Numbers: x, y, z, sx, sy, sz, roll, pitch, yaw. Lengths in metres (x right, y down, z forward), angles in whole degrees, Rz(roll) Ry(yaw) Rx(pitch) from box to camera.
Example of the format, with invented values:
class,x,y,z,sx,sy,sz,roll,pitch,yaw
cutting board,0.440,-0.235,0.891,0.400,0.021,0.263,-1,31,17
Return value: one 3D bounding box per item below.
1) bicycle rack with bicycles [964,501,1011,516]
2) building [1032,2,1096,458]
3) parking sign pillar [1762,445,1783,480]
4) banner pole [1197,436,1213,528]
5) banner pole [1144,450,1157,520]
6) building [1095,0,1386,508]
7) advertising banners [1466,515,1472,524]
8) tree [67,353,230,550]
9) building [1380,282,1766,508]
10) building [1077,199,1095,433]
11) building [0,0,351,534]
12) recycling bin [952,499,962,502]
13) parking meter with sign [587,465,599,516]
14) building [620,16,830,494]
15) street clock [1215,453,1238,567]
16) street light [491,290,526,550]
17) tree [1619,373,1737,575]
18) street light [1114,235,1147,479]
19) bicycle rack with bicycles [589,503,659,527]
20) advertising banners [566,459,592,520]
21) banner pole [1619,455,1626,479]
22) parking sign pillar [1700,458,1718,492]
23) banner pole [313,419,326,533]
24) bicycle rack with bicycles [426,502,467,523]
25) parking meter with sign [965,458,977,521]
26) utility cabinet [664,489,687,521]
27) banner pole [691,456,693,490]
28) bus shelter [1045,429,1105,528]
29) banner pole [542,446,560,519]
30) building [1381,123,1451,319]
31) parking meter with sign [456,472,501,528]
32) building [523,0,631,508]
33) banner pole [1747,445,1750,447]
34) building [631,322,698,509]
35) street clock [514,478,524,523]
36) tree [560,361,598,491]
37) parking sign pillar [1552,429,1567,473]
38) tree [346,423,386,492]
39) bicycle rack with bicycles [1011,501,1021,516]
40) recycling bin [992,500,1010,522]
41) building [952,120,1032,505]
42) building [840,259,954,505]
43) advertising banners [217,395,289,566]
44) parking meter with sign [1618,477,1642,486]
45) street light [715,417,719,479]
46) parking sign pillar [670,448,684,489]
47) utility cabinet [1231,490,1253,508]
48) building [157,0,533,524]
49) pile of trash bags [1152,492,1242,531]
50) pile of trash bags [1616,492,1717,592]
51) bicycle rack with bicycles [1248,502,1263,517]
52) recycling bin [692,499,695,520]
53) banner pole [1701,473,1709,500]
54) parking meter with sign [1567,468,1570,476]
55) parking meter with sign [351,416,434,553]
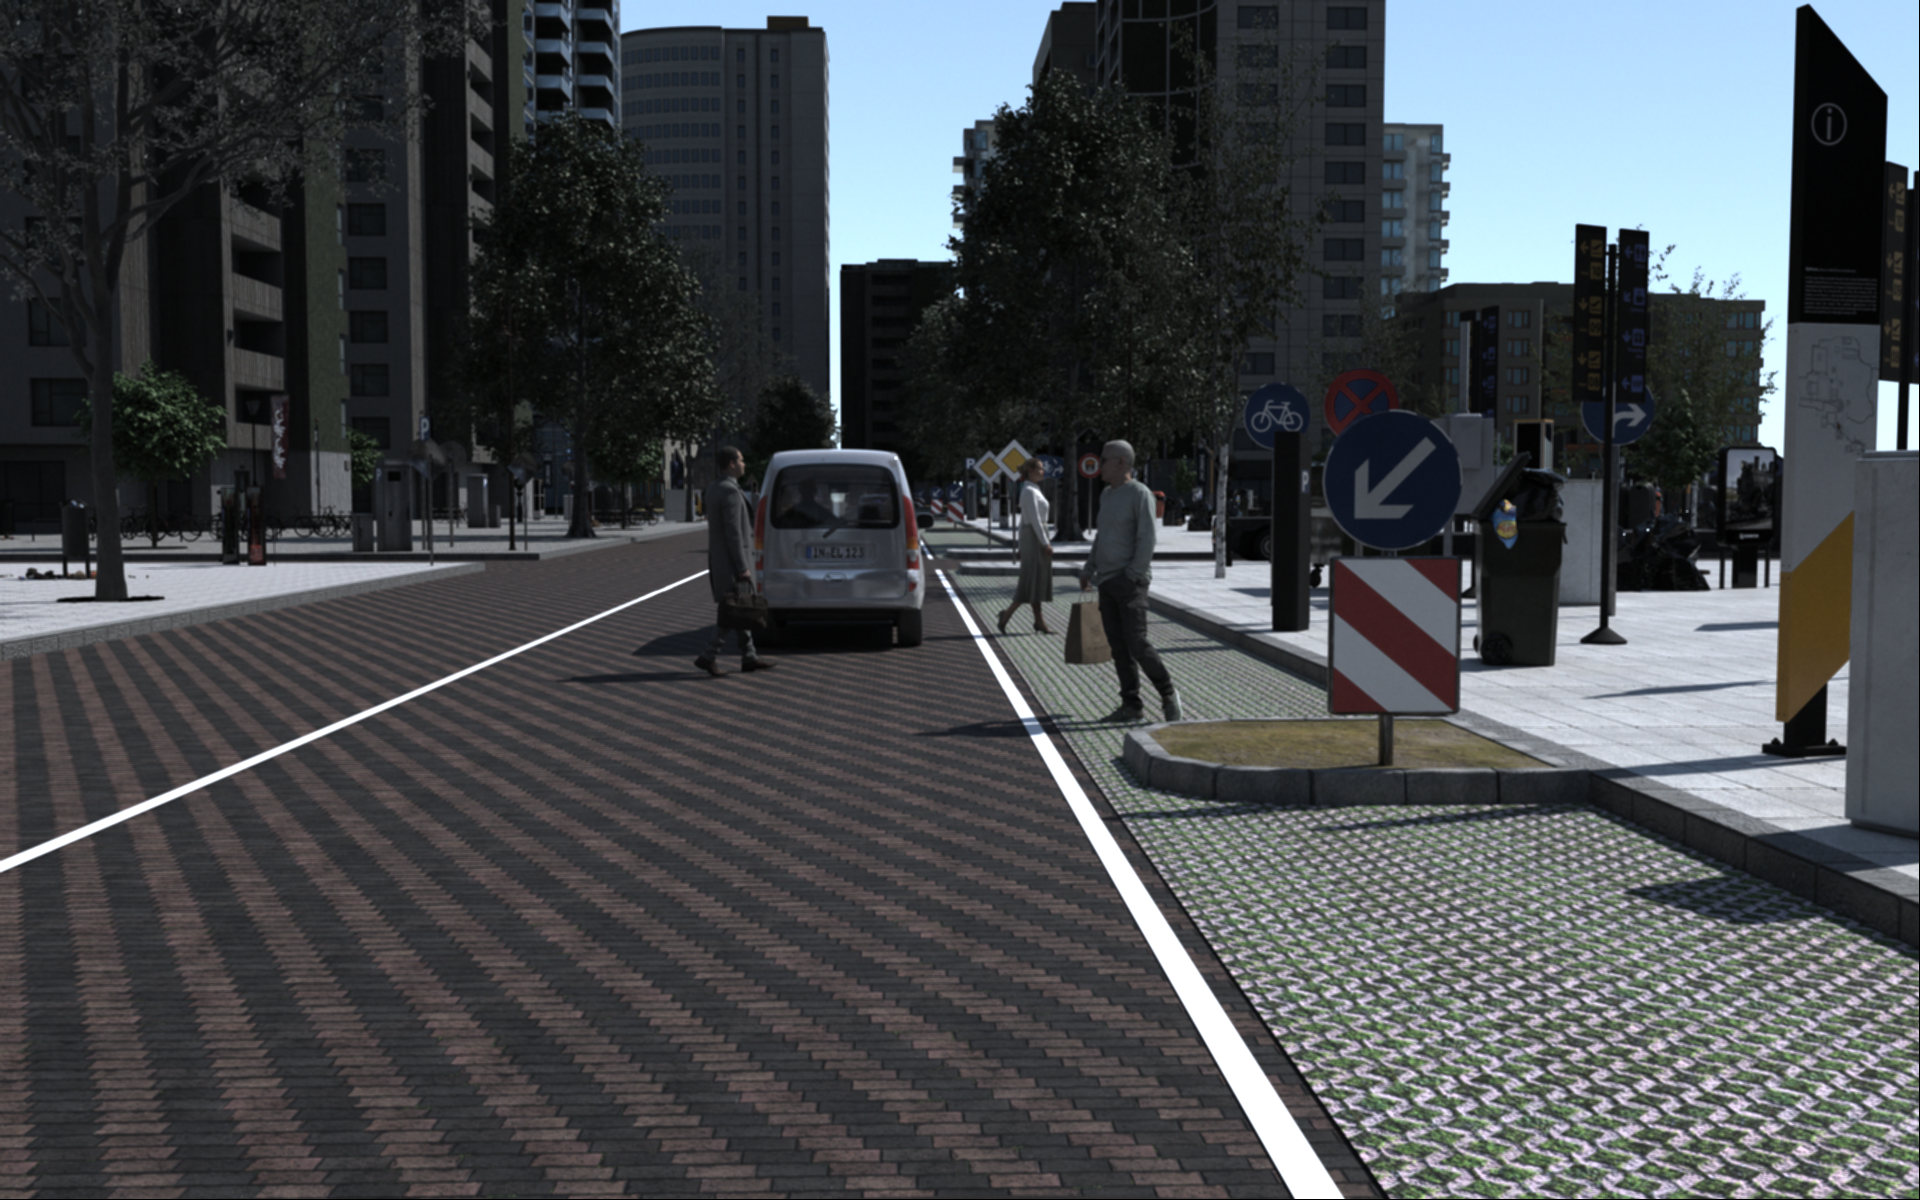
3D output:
class,x,y,z,sx,sy,sz,roll,pitch,yaw
bicycle rack with bicycles,1.191,-5.605,105.022,2.925,0.926,2.852,-1,4,-10
building,18.506,-33.350,168.971,21.300,48.544,21.600,0,4,-2
parking sign pillar,44.515,-6.497,94.700,1.447,3.967,1.447,1,4,16
banner pole,9.247,-4.606,65.320,0.401,3.779,0.863,-3,5,-41
banner pole,9.344,-5.860,85.836,0.863,3.779,0.401,1,4,22
building,19.590,-42.474,132.699,20.563,71.187,20.611,0,4,-2
advertising banners,22.358,-4.846,75.425,2.074,3.025,0.090,-3,5,-41
tree,-19.021,-3.482,40.647,4.285,4.588,4.351,0,3,0
building,56.573,-19.724,167.528,28.899,21.520,27.650,0,4,-2
building,16.538,-23.214,151.244,14.160,30.474,14.107,0,4,-2
building,-30.925,-17.685,60.855,14.160,30.474,14.107,0,4,-2
recycling bin,-0.041,-6.008,110.789,0.722,1.027,0.722,3,4,39
parking meter with sign,-21.685,-6.495,102.455,0.543,3.016,1.738,1,4,22
building,-30.504,-41.305,217.329,28.212,58.520,21.231,0,4,-2
street clock,4.695,-1.593,30.620,0.358,2.002,0.471,-1,4,-17
street light,-10.226,-4.074,39.393,0.468,5.910,1.993,0,4,-2
tree,11.454,-2.042,27.981,1.663,3.219,1.824,0,3,0
street light,3.040,-3.561,31.002,0.468,5.910,1.993,0,4,-2
bicycle rack with bicycles,-13.510,-3.448,69.756,2.925,0.926,2.852,-2,4,-35
advertising banners,-18.707,-5.551,86.952,2.074,3.025,0.090,0,4,-4
banner pole,37.385,-6.613,98.146,0.401,3.779,0.863,-2,4,-28
parking sign pillar,42.884,-6.736,98.613,1.447,3.967,1.447,-3,4,-37
banner pole,-21.230,-4.110,57.223,0.401,3.779,0.863,-1,4,-14
bicycle rack with bicycles,-22.539,-3.956,78.060,2.852,0.926,2.925,3,5,41
parking meter with sign,0.572,-5.395,84.474,0.543,3.016,1.738,0,4,4
utility cabinet,-13.374,-4.471,81.781,1.173,1.500,0.318,-2,4,-24
banner pole,-17.330,-7.537,113.243,0.863,3.779,0.401,-3,4,-36
bus shelter,4.361,-4.557,65.788,1.731,3.624,6.357,0,4,-2
banner pole,-21.089,-6.075,89.348,0.863,3.779,0.401,-1,4,-18
building,45.796,-36.845,222.017,30.456,49.044,23.786,0,4,-2
parking meter with sign,-18.281,-4.240,65.589,1.738,3.016,0.543,1,4,10
building,-36.130,-49.803,126.958,22.319,86.520,31.000,0,4,-2
banner pole,40.616,-6.040,88.767,0.863,3.779,0.401,0,4,3
building,-40.946,-19.547,164.635,28.899,21.520,27.650,0,4,-2
street clock,-19.781,-4.479,77.803,0.358,2.002,0.471,2,4,33
tree,-20.055,-8.810,94.404,4.737,8.622,4.395,0,3,0
parking sign pillar,24.591,-5.119,72.163,1.447,3.967,1.447,3,5,45
tree,-27.626,-5.773,78.106,4.285,4.588,4.351,0,3,0
bicycle rack with bicycles,5.076,-5.906,109.937,2.852,0.926,2.925,1,4,14
recycling bin,1.868,-4.082,79.296,0.722,1.027,0.722,1,4,12
building,14.187,-36.761,220.647,30.456,49.044,23.786,0,4,-2
building,-7.892,-27.152,215.628,14.107,30.474,14.160,0,4,-2
advertising banners,-12.664,-2.134,31.075,2.074,3.025,0.090,2,4,32
parking meter with sign,33.858,-5.629,88.300,1.738,3.016,0.543,2,4,29
street light,-12.156,-6.949,86.407,0.468,5.910,1.993,0,4,-2
parking sign pillar,-16.578,-6.921,101.631,1.447,3.967,1.447,-2,4,-27
utility cabinet,15.487,-5.296,95.270,1.173,1.500,0.318,1,4,15
building,-30.548,-19.389,88.713,14.160,30.474,14.107,0,4,-2
pile of trash bags,8.222,-3.087,60.229,3.447,1.369,1.912,1,4,19
pile of trash bags,9.149,-0.891,24.319,1.912,1.369,3.447,0,4,6
bicycle rack with bicycles,13.812,-4.074,79.999,2.925,0.926,2.852,-1,4,-18
recycling bin,-13.811,-4.571,87.282,0.722,1.027,0.722,-2,4,-29
banner pole,32.980,-5.302,76.703,0.863,3.779,0.401,-3,4,-38
parking meter with sign,39.391,-7.227,114.416,0.543,3.016,1.738,-2,4,-32
parking meter with sign,-12.627,-2.586,38.538,1.738,3.016,0.543,-3,5,-42
